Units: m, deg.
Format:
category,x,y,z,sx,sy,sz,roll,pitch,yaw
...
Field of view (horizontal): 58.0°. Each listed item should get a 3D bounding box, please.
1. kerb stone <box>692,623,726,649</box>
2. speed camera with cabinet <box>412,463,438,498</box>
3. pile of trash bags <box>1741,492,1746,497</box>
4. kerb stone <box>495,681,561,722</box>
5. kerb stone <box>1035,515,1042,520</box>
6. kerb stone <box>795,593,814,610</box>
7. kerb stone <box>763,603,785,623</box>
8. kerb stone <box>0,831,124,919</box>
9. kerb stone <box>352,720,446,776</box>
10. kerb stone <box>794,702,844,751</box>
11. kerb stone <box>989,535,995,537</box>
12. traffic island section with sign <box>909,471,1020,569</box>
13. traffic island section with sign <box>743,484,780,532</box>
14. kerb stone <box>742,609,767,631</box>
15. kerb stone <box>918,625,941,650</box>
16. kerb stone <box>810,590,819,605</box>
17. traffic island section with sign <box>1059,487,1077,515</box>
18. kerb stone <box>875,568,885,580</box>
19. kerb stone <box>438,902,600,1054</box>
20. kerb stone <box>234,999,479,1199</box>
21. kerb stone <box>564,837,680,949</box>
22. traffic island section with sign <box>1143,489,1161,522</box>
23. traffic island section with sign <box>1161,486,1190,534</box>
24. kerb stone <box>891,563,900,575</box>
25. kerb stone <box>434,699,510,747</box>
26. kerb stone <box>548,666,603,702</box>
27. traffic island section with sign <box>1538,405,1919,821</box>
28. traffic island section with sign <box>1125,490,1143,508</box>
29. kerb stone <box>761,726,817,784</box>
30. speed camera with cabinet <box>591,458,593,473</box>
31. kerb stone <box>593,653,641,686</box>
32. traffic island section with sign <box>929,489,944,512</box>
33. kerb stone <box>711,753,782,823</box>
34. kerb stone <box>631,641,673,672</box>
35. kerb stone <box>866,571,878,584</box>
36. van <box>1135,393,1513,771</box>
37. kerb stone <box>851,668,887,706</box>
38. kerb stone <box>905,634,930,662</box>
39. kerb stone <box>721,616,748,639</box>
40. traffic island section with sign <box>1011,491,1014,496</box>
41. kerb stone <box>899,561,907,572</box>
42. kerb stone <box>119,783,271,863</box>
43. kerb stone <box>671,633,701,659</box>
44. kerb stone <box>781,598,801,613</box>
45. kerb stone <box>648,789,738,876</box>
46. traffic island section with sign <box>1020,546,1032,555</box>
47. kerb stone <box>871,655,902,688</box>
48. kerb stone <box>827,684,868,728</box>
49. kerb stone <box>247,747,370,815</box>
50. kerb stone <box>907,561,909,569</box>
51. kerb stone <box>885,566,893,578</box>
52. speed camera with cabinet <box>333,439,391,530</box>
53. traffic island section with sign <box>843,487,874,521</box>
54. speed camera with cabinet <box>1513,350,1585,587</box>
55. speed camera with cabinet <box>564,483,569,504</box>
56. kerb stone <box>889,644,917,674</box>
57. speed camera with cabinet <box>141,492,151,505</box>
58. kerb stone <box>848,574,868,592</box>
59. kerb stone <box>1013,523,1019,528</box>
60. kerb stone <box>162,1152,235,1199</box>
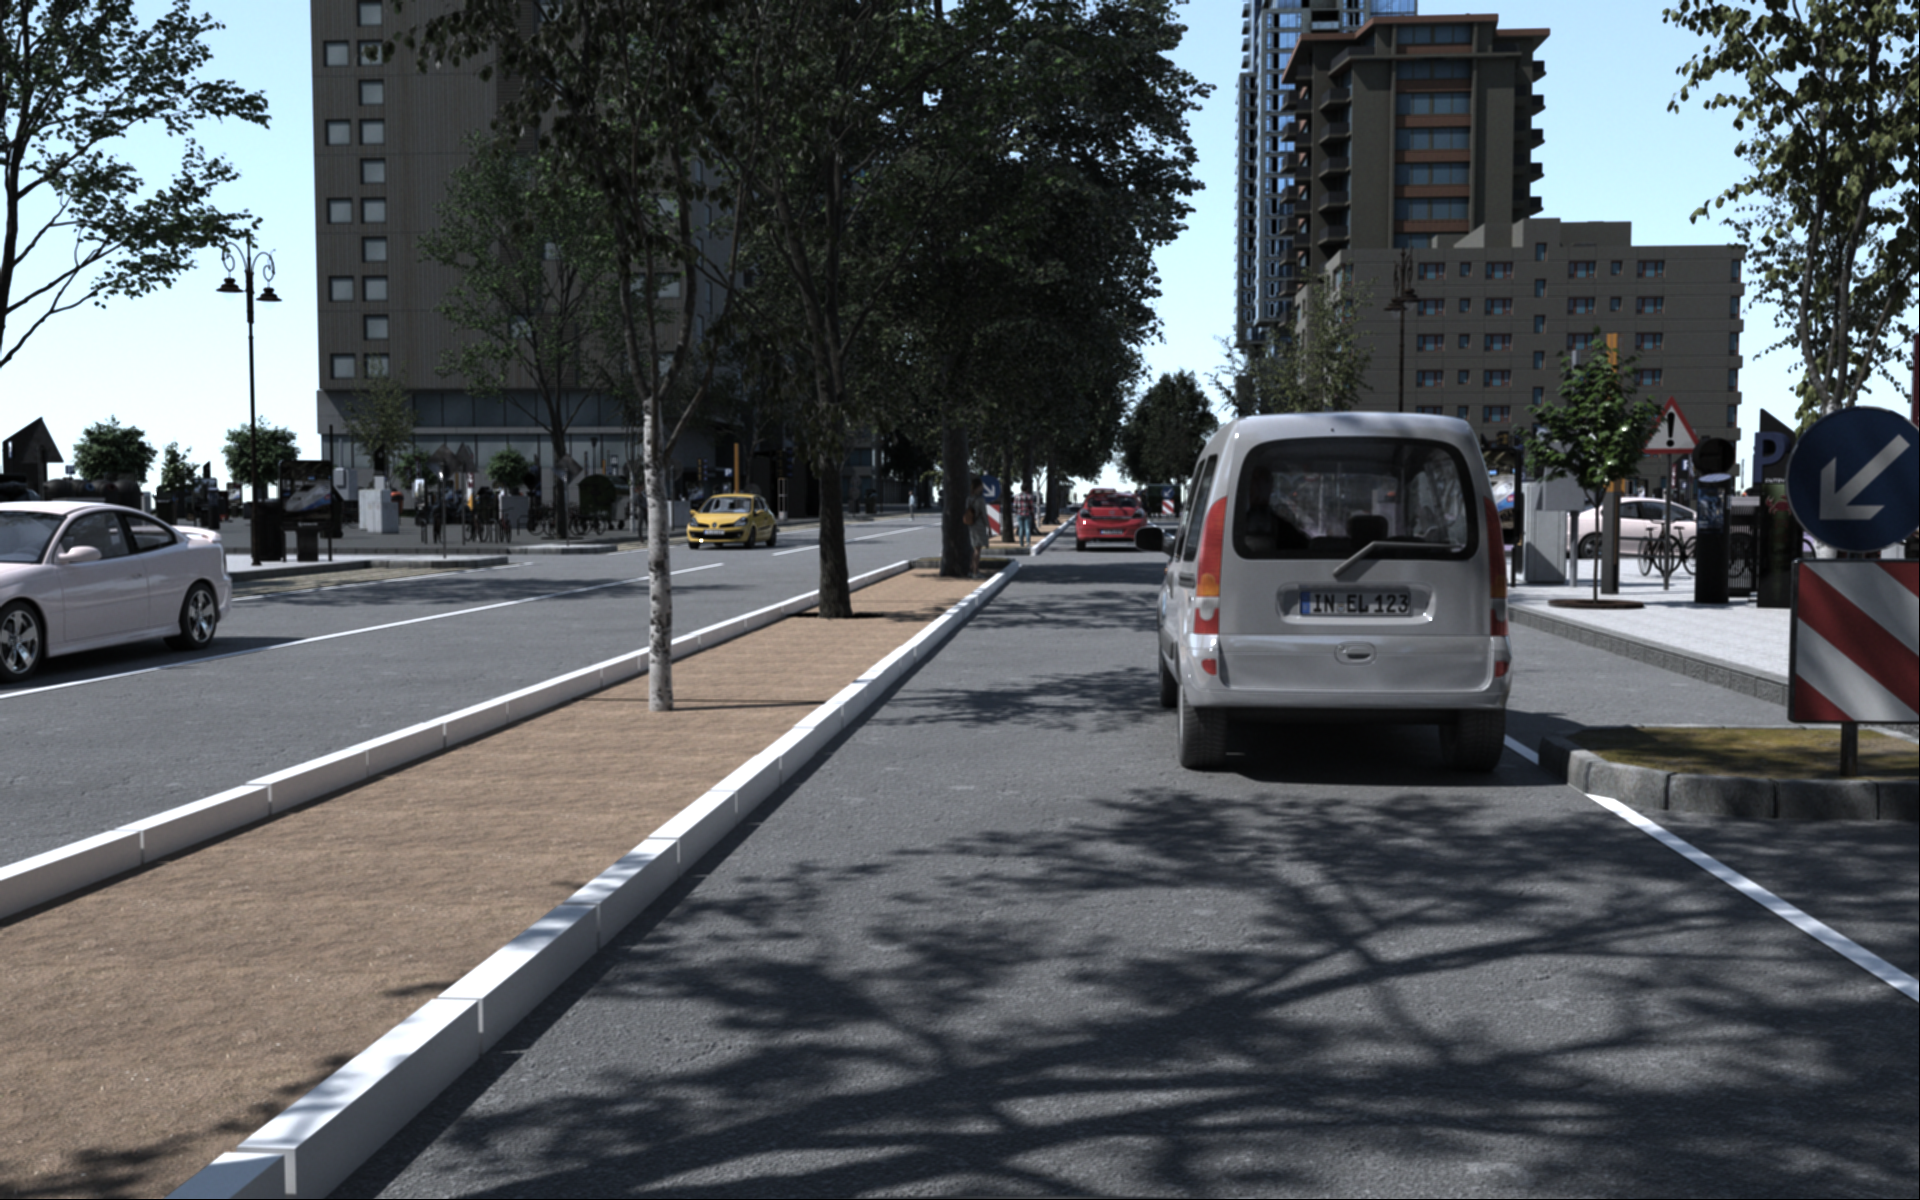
category,x,y,z,sx,sy,sz,roll,pitch,yaw
kerb stone,-2.399,0.357,16.362,0.120,0.150,1.000,0,4,5
speed camera with cabinet,-34.640,-7.204,112.121,0.660,3.252,2.038,1,4,19
pile of trash bags,42.794,-5.068,92.616,1.912,1.369,3.447,0,4,-5
kerb stone,-2.824,0.670,11.248,0.120,0.150,1.000,0,4,5
kerb stone,4.617,-4.858,101.706,0.120,0.150,1.000,0,4,5
kerb stone,-1.989,0.044,21.482,0.120,0.150,1.000,0,4,5
kerb stone,-2.149,0.171,19.437,0.120,0.150,1.000,0,4,5
kerb stone,-3.243,0.992,6.150,0.120,0.150,1.000,0,4,5
kerb stone,-2.995,0.794,9.208,0.120,0.150,1.000,0,4,5
kerb stone,-0.820,0.743,10.045,0.120,0.150,1.000,0,4,5
kerb stone,1.168,-2.295,59.808,0.120,0.150,1.000,0,4,5
traffic island section with sign,0.081,-1.576,33.906,2.006,1.907,1.989,0,4,5
traffic island section with sign,-7.812,-3.429,64.685,1.989,1.847,2.006,0,4,5
kerb stone,-2.231,0.231,18.412,0.120,0.150,1.000,0,4,5
kerb stone,-0.312,0.371,16.164,0.120,0.150,1.000,0,4,5
kerb stone,-1.898,-0.019,22.500,0.120,0.150,1.000,0,4,5
traffic island section with sign,6.845,-6.608,116.175,2.006,1.907,1.989,0,4,5
kerb stone,-1.398,-0.394,28.639,0.120,0.150,1.000,0,4,5
kerb stone,-1.237,1.060,4.926,0.120,0.150,1.000,0,4,5
kerb stone,-1.322,1.119,3.900,0.120,0.150,1.000,0,4,5
kerb stone,-1.151,0.997,5.950,0.120,0.150,1.000,0,4,5
traffic island section with sign,10.765,-5.027,90.826,1.989,1.847,2.006,0,4,5
traffic island section with sign,8.497,-3.349,63.387,1.989,1.847,2.006,0,4,5
kerb stone,-1.228,-0.516,30.676,0.120,0.150,1.000,0,4,5
kerb stone,-2.904,0.732,10.226,0.120,0.150,1.000,0,4,5
kerb stone,-2.747,0.607,12.268,0.120,0.150,1.000,0,4,5
traffic island section with sign,4.000,0.004,8.557,1.989,1.847,2.006,0,4,5
traffic island section with sign,17.048,-9.702,167.249,1.989,1.847,2.006,0,4,5
kerb stone,-0.898,0.810,9.022,0.120,0.150,1.000,0,4,5
speed camera with cabinet,-19.381,-6.126,94.496,2.038,3.252,0.660,1,4,21
kerb stone,-2.660,0.545,13.286,0.120,0.150,1.000,0,4,5
traffic island section with sign,-1.451,-8.168,142.177,1.989,1.847,2.006,0,4,5
kerb stone,-0.985,0.868,8.003,0.120,0.150,1.000,0,4,5
kerb stone,-2.575,0.482,14.319,0.120,0.150,1.000,0,4,5
kerb stone,-1.480,-0.332,27.616,0.120,0.150,1.000,0,4,5
van,2.070,-0.205,10.366,2.013,2.044,4.112,0,4,4
kerb stone,-0.649,0.619,12.083,0.120,0.150,1.000,0,4,5
kerb stone,-0.392,0.434,15.144,0.120,0.150,1.000,0,4,5
kerb stone,-2.320,0.295,17.387,0.120,0.150,1.000,0,4,5
traffic island section with sign,7.538,-14.845,251.339,1.989,1.847,2.006,0,4,5
kerb stone,-1.141,-0.580,31.695,0.120,0.150,1.000,0,4,5
kerb stone,-3.160,0.929,7.168,0.120,0.150,1.000,0,4,5
kerb stone,-2.490,0.428,15.340,0.120,0.150,1.000,0,4,5
kerb stone,-2.060,0.106,20.455,0.120,0.150,1.000,0,4,5
kerb stone,-1.068,0.931,6.976,0.120,0.150,1.000,0,4,5
traffic island section with sign,0.697,-2.028,41.288,2.006,1.907,1.989,0,4,5
kerb stone,-0.572,0.556,13.102,0.120,0.150,1.000,0,4,5
kerb stone,-0.732,0.681,11.064,0.120,0.150,1.000,0,4,5
kerb stone,-3.073,0.857,8.186,0.120,0.150,1.000,0,4,5
kerb stone,-1.057,-0.643,32.714,0.120,0.150,1.000,0,4,5
kerb stone,-1.312,-0.456,29.657,0.120,0.150,1.000,0,4,5
speed camera with cabinet,-21.330,-4.124,61.766,2.038,3.252,0.660,1,4,16
traffic island section with sign,-5.605,-5.072,91.550,1.989,1.847,2.006,0,4,5
speed camera with cabinet,8.363,-1.852,24.609,0.660,3.252,2.038,0,4,7
speed camera with cabinet,-23.036,-6.478,100.249,0.660,3.252,2.038,-1,4,-19
kerb stone,-0.487,0.495,14.121,0.120,0.150,1.000,0,4,5
speed camera with cabinet,-56.814,-7.632,119.113,0.660,3.252,2.038,3,5,43
kerb stone,-1.573,-0.269,26.598,0.120,0.150,1.000,0,4,5
kerb stone,2.510,-3.291,76.158,0.120,0.150,1.000,0,4,5
kerb stone,-1.413,1.182,2.876,0.120,0.150,1.000,0,4,5
